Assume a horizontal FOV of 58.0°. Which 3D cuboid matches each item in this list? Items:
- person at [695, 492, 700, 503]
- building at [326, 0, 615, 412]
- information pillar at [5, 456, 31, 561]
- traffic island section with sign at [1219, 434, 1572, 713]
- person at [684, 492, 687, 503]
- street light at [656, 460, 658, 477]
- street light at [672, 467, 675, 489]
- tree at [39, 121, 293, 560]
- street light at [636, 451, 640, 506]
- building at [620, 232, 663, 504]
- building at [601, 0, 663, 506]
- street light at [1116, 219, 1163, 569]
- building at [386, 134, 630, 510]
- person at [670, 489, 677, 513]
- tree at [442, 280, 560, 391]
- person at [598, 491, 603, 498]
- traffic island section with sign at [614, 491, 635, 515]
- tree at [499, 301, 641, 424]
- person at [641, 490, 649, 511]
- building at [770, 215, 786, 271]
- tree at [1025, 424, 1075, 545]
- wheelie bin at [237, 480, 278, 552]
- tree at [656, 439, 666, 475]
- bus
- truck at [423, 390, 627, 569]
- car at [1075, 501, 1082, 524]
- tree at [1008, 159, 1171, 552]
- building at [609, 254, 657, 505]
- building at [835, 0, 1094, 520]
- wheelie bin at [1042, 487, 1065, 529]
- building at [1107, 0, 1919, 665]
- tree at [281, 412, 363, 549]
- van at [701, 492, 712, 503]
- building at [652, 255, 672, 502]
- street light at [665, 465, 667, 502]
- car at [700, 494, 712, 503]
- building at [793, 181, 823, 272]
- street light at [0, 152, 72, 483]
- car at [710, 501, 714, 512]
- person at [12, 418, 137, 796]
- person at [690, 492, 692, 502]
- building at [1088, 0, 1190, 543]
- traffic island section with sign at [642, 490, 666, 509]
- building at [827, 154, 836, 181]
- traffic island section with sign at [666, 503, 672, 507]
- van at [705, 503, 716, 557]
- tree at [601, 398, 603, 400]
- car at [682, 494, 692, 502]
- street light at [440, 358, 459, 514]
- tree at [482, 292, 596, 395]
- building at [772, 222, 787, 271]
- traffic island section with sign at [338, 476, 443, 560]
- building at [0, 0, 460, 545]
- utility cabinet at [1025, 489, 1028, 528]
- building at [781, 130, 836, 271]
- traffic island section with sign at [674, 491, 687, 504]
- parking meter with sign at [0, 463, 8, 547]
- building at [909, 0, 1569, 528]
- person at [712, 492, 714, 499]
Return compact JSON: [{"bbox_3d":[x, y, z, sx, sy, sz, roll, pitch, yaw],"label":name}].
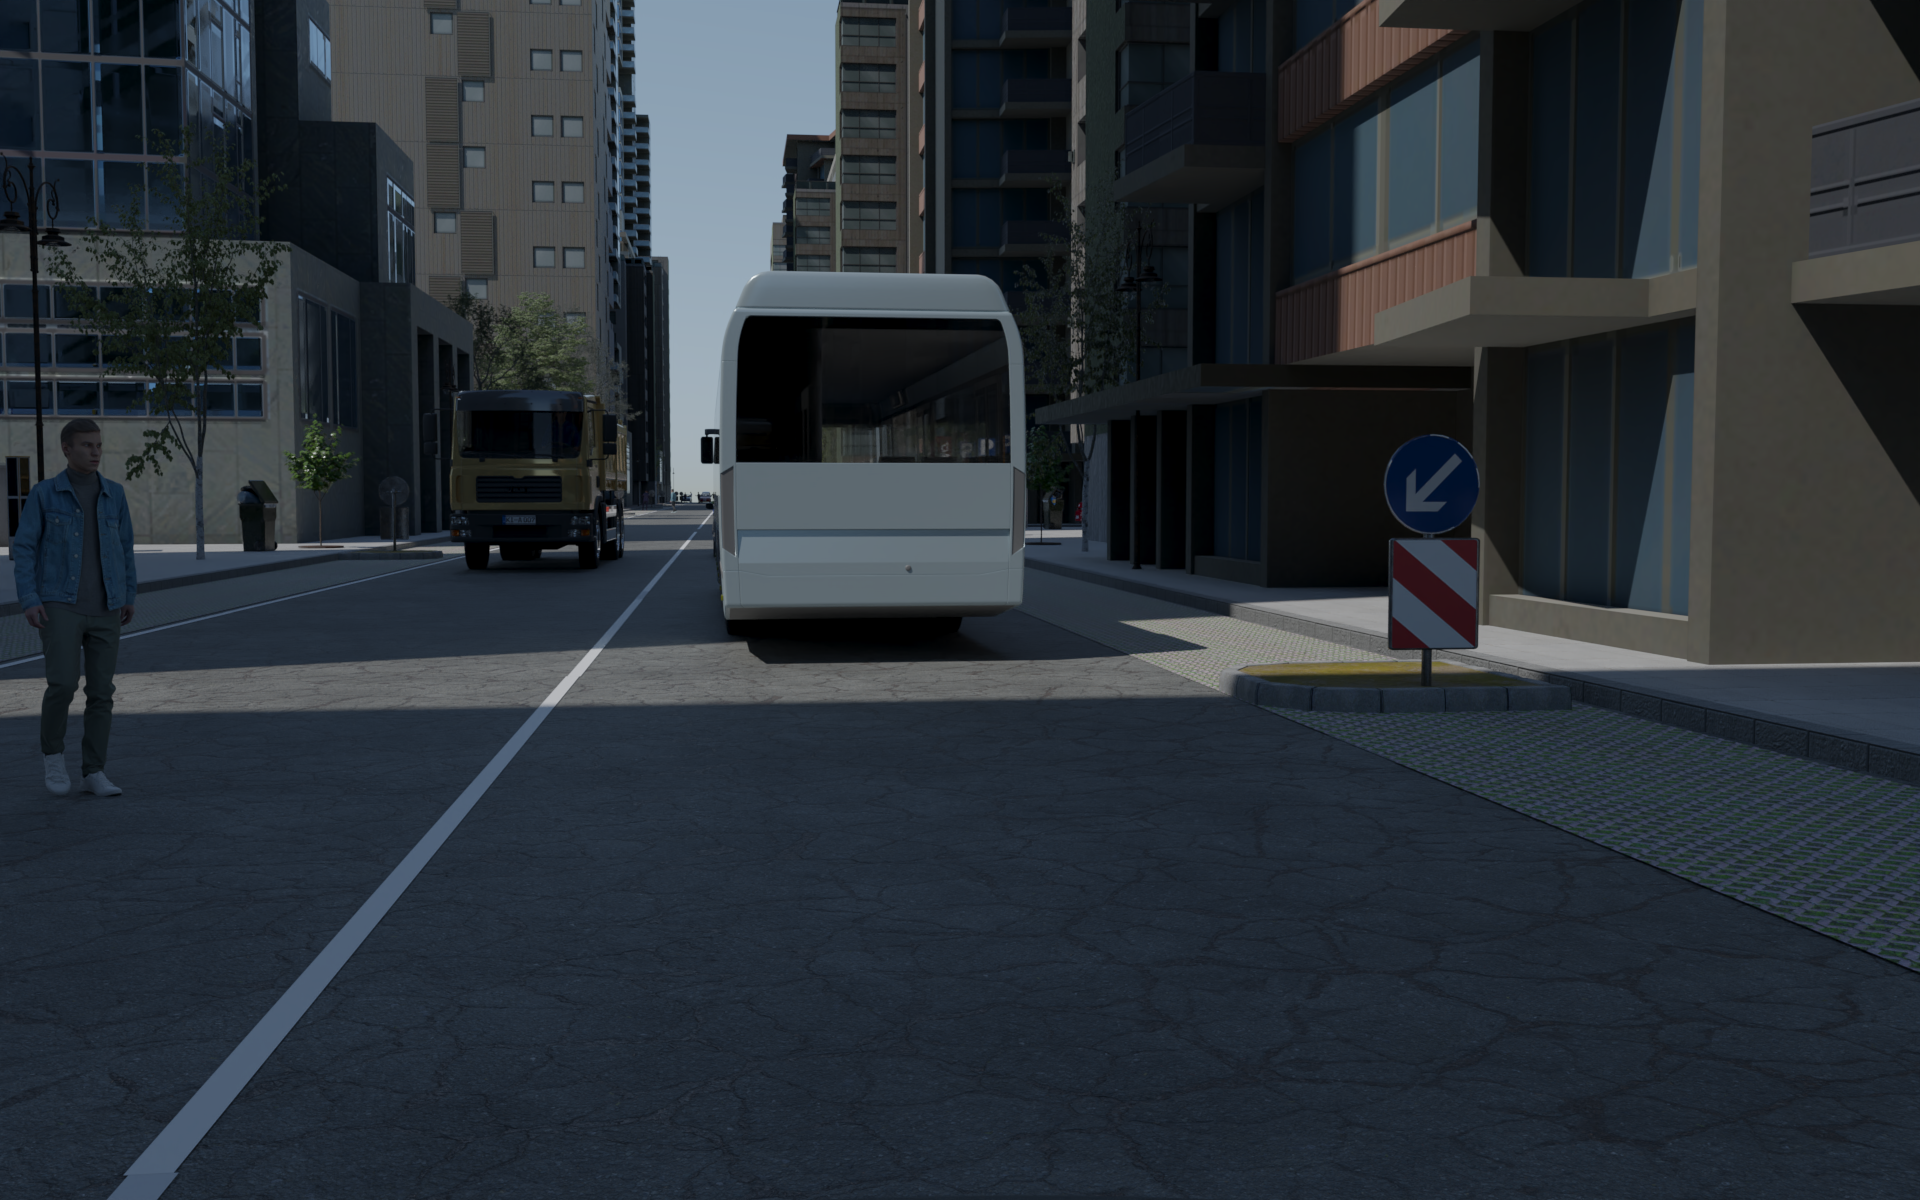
[{"bbox_3d":[-40.060,-15.621,264.433,0.750,1.759,0.617,-2,4,-35],"label":"person"},{"bbox_3d":[-45.603,-34.661,155.944,28.713,52.752,27.495,0,4,-8],"label":"building"},{"bbox_3d":[-18.195,-1.774,33.498,0.304,2.012,0.304,1,4,14],"label":"information pillar"},{"bbox_3d":[2.922,-0.220,12.227,1.989,1.847,2.006,0,4,-8],"label":"traffic island section with sign"},{"bbox_3d":[-43.305,-16.124,273.051,0.541,1.710,0.530,0,4,-5],"label":"person"},{"bbox_3d":[-40.277,-15.722,229.843,0.468,5.910,1.993,0,4,-8],"label":"street light"},{"bbox_3d":[-49.636,-20.027,300.229,0.468,5.910,1.993,0,4,-8],"label":"street light"},{"bbox_3d":[-15.128,-5.099,33.738,4.737,8.622,4.395,0,3,0],"label":"tree"},{"bbox_3d":[-33.852,-12.802,182.102,0.468,5.910,1.993,0,4,-8],"label":"street light"},{"bbox_3d":[-57.611,-33.399,237.948,32.217,40.220,23.993,0,4,-8],"label":"building"},{"bbox_3d":[-56.982,-58.231,264.745,22.319,86.520,31.000,0,4,-8],"label":"building"},{"bbox_3d":[3.022,-3.463,29.402,0.468,5.910,1.993,0,4,-8],"label":"street light"},{"bbox_3d":[-46.405,-53.308,184.259,22.319,86.520,31.000,0,4,-8],"label":"building"},{"bbox_3d":[-21.836,-7.565,132.208,0.620,1.820,0.660,1,4,12],"label":"person"},{"bbox_3d":[-21.004,-8.682,76.356,7.601,10.594,8.767,0,4,-2],"label":"tree"},{"bbox_3d":[-10.509,-2.555,50.546,0.520,1.790,0.573,1,4,19],"label":"person"},{"bbox_3d":[-23.391,-6.764,119.219,1.989,1.847,2.006,0,4,-8],"label":"traffic island section with sign"},{"bbox_3d":[-25.382,-12.214,110.069,12.009,13.543,11.850,0,3,0],"label":"tree"},{"bbox_3d":[-27.252,-8.623,149.933,0.683,1.767,0.568,-1,4,-17],"label":"person"},{"bbox_3d":[-21.329,-41.101,295.696,21.300,48.544,21.600,0,4,-8],"label":"building"},{"bbox_3d":[2.183,-3.015,43.900,1.663,3.219,1.824,0,3,0],"label":"tree"},{"bbox_3d":[-15.766,-1.891,38.828,0.693,1.594,0.980,0,4,8],"label":"wheelie bin"},{"bbox_3d":[-39.630,-16.564,221.179,4.737,8.622,4.395,0,3,0],"label":"tree"},{"bbox_3d":[-1.667,-1.598,20.979,2.948,3.499,13.247,-1,4,-8],"label":"bus"},{"bbox_3d":[-8.428,-2.406,35.260,3.469,3.379,9.791,0,4,-7],"label":"truck"},{"bbox_3d":[6.881,-3.703,69.584,4.494,1.783,2.155,0,4,-7],"label":"car"},{"bbox_3d":[2.772,-5.401,38.665,4.360,8.622,3.978,0,3,0],"label":"tree"},{"bbox_3d":[-44.143,-26.745,208.983,14.160,30.474,14.107,0,4,-8],"label":"building"},{"bbox_3d":[-0.574,-20.345,104.343,14.160,30.474,14.107,0,4,-8],"label":"building"},{"bbox_3d":[3.398,-3.371,63.028,0.693,1.594,0.980,-1,4,-18],"label":"wheelie bin"},{"bbox_3d":[14.048,-22.416,21.130,22.147,44.769,28.867,0,4,-8],"label":"building"},{"bbox_3d":[-15.349,-2.849,41.184,1.663,3.219,1.824,0,3,0],"label":"tree"},{"bbox_3d":[-41.340,-16.819,282.001,2.013,2.044,4.112,-1,4,-9],"label":"van"},{"bbox_3d":[-55.719,-37.033,289.081,14.154,41.232,14.086,0,4,-8],"label":"building"},{"bbox_3d":[-44.904,-17.868,264.936,0.468,5.910,1.993,0,4,-8],"label":"street light"},{"bbox_3d":[-39.748,-15.944,269.719,2.155,1.783,4.494,0,4,-8],"label":"car"},{"bbox_3d":[-8.628,-23.924,162.853,14.160,30.474,14.107,0,4,-8],"label":"building"},{"bbox_3d":[-12.719,-3.125,23.886,0.468,5.910,1.993,0,4,-8],"label":"street light"},{"bbox_3d":[-10.562,-4.313,80.110,1.945,1.707,3.694,-1,4,-9],"label":"car"},{"bbox_3d":[-4.176,0.039,8.207,0.444,1.785,0.601,3,5,43],"label":"person"},{"bbox_3d":[-46.934,-17.928,301.482,0.599,1.838,0.709,0,4,7],"label":"person"},{"bbox_3d":[10.157,-17.067,50.741,14.160,30.474,14.107,0,4,-8],"label":"building"},{"bbox_3d":[-30.183,-9.870,170.007,1.989,1.847,2.006,0,4,-8],"label":"traffic island section with sign"},{"bbox_3d":[-1.112,-30.058,183.324,32.217,40.220,23.993,0,4,-8],"label":"building"},{"bbox_3d":[-33.792,-11.514,196.888,1.989,1.847,2.006,0,4,-8],"label":"traffic island section with sign"},{"bbox_3d":[-4.983,-2.065,40.776,2.013,2.044,4.112,0,4,-8],"label":"van"},{"bbox_3d":[-27.493,-11.017,130.497,4.360,8.622,3.978,0,3,0],"label":"tree"},{"bbox_3d":[-46.731,-17.320,295.181,2.014,1.417,4.499,0,4,-8],"label":"car"},{"bbox_3d":[-17.339,-5.275,59.040,0.468,5.910,1.993,0,4,-8],"label":"street light"},{"bbox_3d":[-23.890,-10.993,97.861,7.486,12.596,7.792,0,3,0],"label":"tree"},{"bbox_3d":[-21.396,-35.416,262.643,14.154,41.232,14.086,0,4,-8],"label":"building"},{"bbox_3d":[-12.566,-1.819,38.372,1.989,1.847,2.006,0,4,-8],"label":"traffic island section with sign"},{"bbox_3d":[-32.341,-45.117,50.341,31.000,86.520,22.319,0,4,-8],"label":"building"},{"bbox_3d":[1.932,-3.438,64.895,1.173,1.500,0.318,1,4,17],"label":"utility cabinet"},{"bbox_3d":[-10.189,-33.928,209.351,22.147,44.769,28.867,0,4,-8],"label":"building"},{"bbox_3d":[-41.111,-14.858,251.552,1.989,1.847,2.006,0,4,-8],"label":"traffic island section with sign"},{"bbox_3d":[-23.033,-2.793,41.925,1.738,3.016,0.543,-2,4,-30],"label":"parking meter with sign"},{"bbox_3d":[10.288,-26.230,83.480,28.867,44.769,22.147,0,4,-8],"label":"building"},{"bbox_3d":[-41.678,-17.395,293.045,1.348,1.807,0.705,1,4,12],"label":"person"}]
